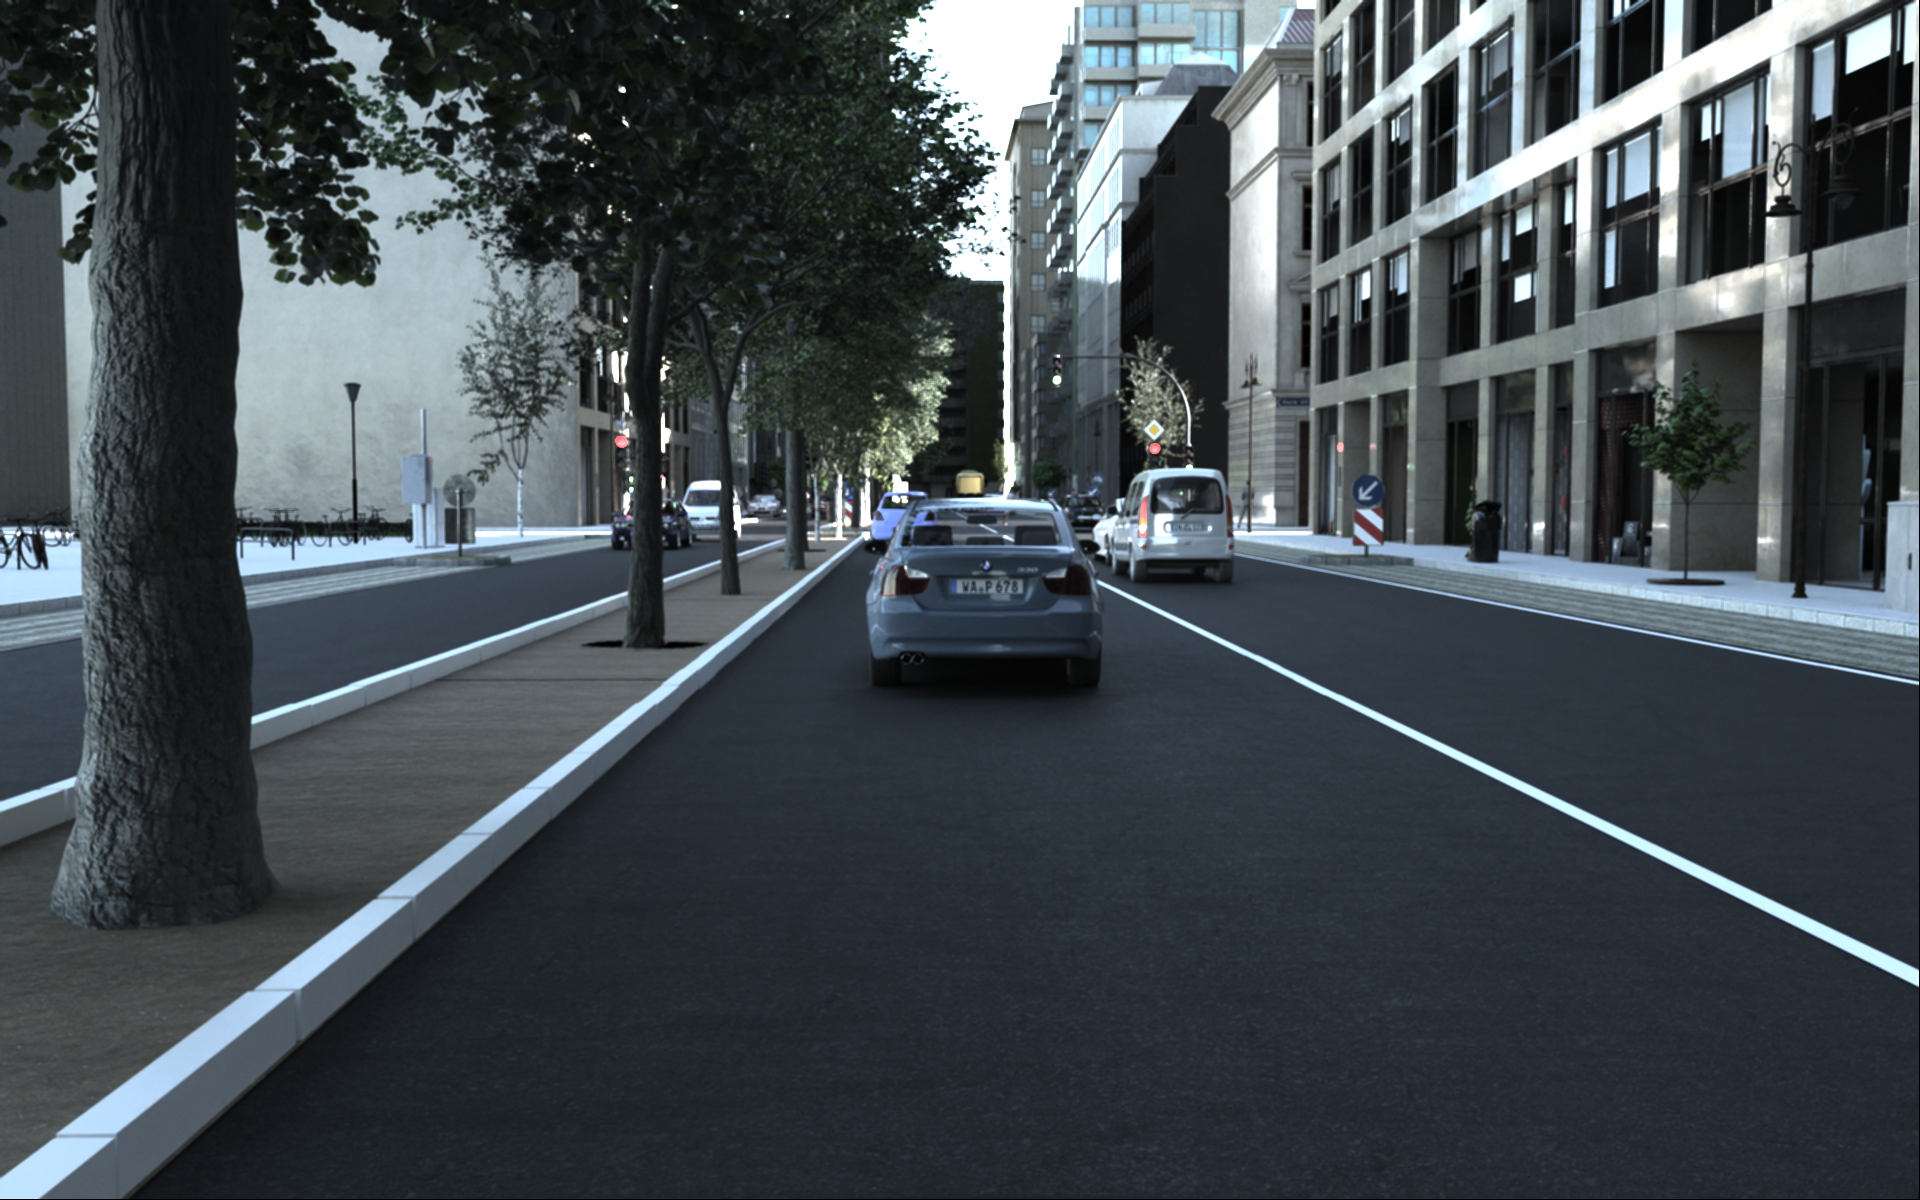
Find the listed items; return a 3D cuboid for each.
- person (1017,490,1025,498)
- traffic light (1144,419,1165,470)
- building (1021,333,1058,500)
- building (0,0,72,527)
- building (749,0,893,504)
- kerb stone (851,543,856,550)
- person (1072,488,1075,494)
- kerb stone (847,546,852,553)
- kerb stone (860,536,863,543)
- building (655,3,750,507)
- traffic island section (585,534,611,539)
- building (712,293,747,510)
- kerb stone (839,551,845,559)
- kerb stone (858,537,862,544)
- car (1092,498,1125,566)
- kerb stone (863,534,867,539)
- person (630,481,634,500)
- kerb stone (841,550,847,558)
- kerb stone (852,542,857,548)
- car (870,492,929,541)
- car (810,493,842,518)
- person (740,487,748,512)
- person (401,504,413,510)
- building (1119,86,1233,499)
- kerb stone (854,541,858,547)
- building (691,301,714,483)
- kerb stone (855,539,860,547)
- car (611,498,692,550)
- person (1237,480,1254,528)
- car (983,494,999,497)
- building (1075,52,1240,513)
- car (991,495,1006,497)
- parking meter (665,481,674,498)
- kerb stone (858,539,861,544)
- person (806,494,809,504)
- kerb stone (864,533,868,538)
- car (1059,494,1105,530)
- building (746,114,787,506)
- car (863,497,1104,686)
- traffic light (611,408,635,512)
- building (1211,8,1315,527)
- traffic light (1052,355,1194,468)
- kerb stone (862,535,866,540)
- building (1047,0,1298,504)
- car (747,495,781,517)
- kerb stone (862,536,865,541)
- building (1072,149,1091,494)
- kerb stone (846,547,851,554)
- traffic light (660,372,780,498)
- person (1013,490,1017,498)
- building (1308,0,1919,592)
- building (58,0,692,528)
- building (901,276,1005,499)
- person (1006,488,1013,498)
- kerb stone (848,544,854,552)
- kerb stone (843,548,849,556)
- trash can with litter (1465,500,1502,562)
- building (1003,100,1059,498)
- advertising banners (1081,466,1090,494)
[{"bbox_3d":[7.095,-11.997,202.908,1.217,1.735,0.721,-3,4,-37],"label":"person"},{"bbox_3d":[7.265,-4.660,65.118,0.839,4.253,0.868,0,4,-1],"label":"traffic light"},{"bbox_3d":[21.714,-21.745,200.570,27.650,21.520,28.899,0,4,-1],"label":"building"},{"bbox_3d":[-47.609,-15.480,71.116,19.932,24.808,12.078,0,4,-1],"label":"building"},{"bbox_3d":[-19.563,-48.711,234.682,20.611,71.187,20.563,0,4,-1],"label":"building"},{"bbox_3d":[-2.722,-1.265,42.891,0.120,0.150,1.000,0,4,-1],"label":"kerb stone"},{"bbox_3d":[8.143,-7.327,126.517,0.598,1.740,0.731,0,4,-4],"label":"person"},{"bbox_3d":[-2.675,-1.135,40.848,0.120,0.150,1.000,0,4,-1],"label":"kerb stone"},{"bbox_3d":[-2.879,-1.641,49.024,0.120,0.150,1.000,0,4,-1],"label":"kerb stone"},{"bbox_3d":[-29.618,-51.398,153.036,22.319,86.520,31.000,0,4,-1],"label":"building"},{"bbox_3d":[-11.032,-2.111,56.797,2.009,0.180,2.903,0,4,-1],"label":"traffic island section"},{"bbox_3d":[-21.964,-16.775,129.022,10.420,20.320,16.860,0,4,-1],"label":"building"},{"bbox_3d":[-2.573,-0.891,36.758,0.120,0.150,1.000,0,4,-1],"label":"kerb stone"},{"bbox_3d":[-2.851,-1.577,48.001,0.120,0.150,1.000,0,4,-1],"label":"kerb stone"},{"bbox_3d":[3.832,-1.450,36.066,2.083,1.381,4.827,0,4,-1],"label":"car"},{"bbox_3d":[-2.959,-1.829,52.101,0.120,0.150,1.000,0,4,-1],"label":"kerb stone"},{"bbox_3d":[-13.132,-3.921,70.166,0.620,1.820,0.660,-1,4,-18],"label":"person"},{"bbox_3d":[-2.598,-0.953,37.779,0.120,0.150,1.000,0,4,-1],"label":"kerb stone"},{"bbox_3d":[-2.753,-1.328,43.914,0.120,0.150,1.000,0,4,-1],"label":"kerb stone"},{"bbox_3d":[-1.414,-2.196,45.495,1.945,1.707,3.694,0,4,-1],"label":"car"},{"bbox_3d":[-8.103,-5.929,105.973,2.155,1.783,4.494,0,4,-2],"label":"car"},{"bbox_3d":[-15.207,-7.093,122.196,0.709,1.800,0.728,2,4,29],"label":"person"},{"bbox_3d":[-17.287,-2.981,55.049,0.850,1.792,0.678,1,4,13],"label":"person"},{"bbox_3d":[16.551,-16.687,102.514,12.332,23.373,15.834,0,4,-1],"label":"building"},{"bbox_3d":[-2.778,-1.388,44.936,0.120,0.150,1.000,0,4,-1],"label":"kerb stone"},{"bbox_3d":[-23.085,-19.839,110.278,13.634,28.700,20.117,0,4,-1],"label":"building"},{"bbox_3d":[-2.803,-1.453,45.957,0.120,0.150,1.000,0,4,-1],"label":"kerb stone"},{"bbox_3d":[-8.171,-2.045,46.010,1.945,1.354,3.894,0,4,-2],"label":"car"},{"bbox_3d":[10.733,-3.590,65.012,0.520,1.790,0.573,-1,4,-21],"label":"person"},{"bbox_3d":[2.512,-7.640,136.704,2.131,1.459,4.920,0,4,-1],"label":"car"},{"bbox_3d":[15.243,-21.263,125.139,11.434,29.767,29.804,0,4,-1],"label":"building"},{"bbox_3d":[2.675,-6.300,115.372,2.083,1.381,4.827,0,4,-1],"label":"car"},{"bbox_3d":[-13.284,-4.491,79.131,0.399,1.863,0.255,3,4,36],"label":"parking meter"},{"bbox_3d":[-2.822,-1.512,46.979,0.120,0.150,1.000,0,4,-1],"label":"kerb stone"},{"bbox_3d":[-19.437,-12.827,219.151,0.436,1.711,0.756,-3,5,-42],"label":"person"},{"bbox_3d":[-2.974,-1.892,53.137,0.120,0.150,1.000,0,4,-1],"label":"kerb stone"},{"bbox_3d":[4.606,-3.498,66.976,2.009,1.686,4.222,0,4,-2],"label":"car"},{"bbox_3d":[-24.733,-30.181,177.047,14.154,41.232,14.086,0,4,-1],"label":"building"},{"bbox_3d":[0.186,-0.137,14.242,2.014,1.417,4.499,0,3,0],"label":"car"},{"bbox_3d":[-10.992,-4.143,56.664,0.839,4.253,0.868,0,4,-1],"label":"traffic light"},{"bbox_3d":[21.883,-14.418,71.889,21.152,22.565,11.583,0,4,-1],"label":"building"},{"bbox_3d":[5.374,-5.032,56.943,4.771,5.953,1.251,0,4,-1],"label":"traffic light"},{"bbox_3d":[-2.926,-1.767,51.080,0.120,0.150,1.000,0,4,-1],"label":"kerb stone"},{"bbox_3d":[20.269,-33.667,170.063,23.786,49.044,30.456,0,4,-1],"label":"building"},{"bbox_3d":[-12.198,-5.850,108.009,2.083,1.381,4.827,0,4,-2],"label":"car"},{"bbox_3d":[-2.898,-1.704,50.057,0.120,0.150,1.000,0,4,-1],"label":"kerb stone"},{"bbox_3d":[16.477,-23.019,148.064,14.160,30.474,14.107,0,4,-1],"label":"building"},{"bbox_3d":[-2.647,-1.078,39.826,0.120,0.150,1.000,0,4,-1],"label":"kerb stone"},{"bbox_3d":[-9.101,-5.509,64.733,4.771,5.953,1.251,0,4,-1],"label":"traffic light"},{"bbox_3d":[6.101,-11.310,191.632,0.621,1.740,0.551,-1,4,-17],"label":"person"},{"bbox_3d":[21.144,-14.268,37.802,19.350,26.468,34.151,0,4,-1],"label":"building"},{"bbox_3d":[-24.668,-16.995,82.380,19.350,26.468,34.151,0,4,-1],"label":"building"},{"bbox_3d":[-1.126,-28.226,233.193,14.107,30.474,14.160,0,4,-1],"label":"building"},{"bbox_3d":[2.986,-5.801,103.573,0.478,1.798,0.641,0,4,-3],"label":"person"},{"bbox_3d":[-2.693,-1.201,41.870,0.120,0.150,1.000,0,4,-1],"label":"kerb stone"},{"bbox_3d":[-2.623,-1.016,38.805,0.120,0.150,1.000,0,4,-1],"label":"kerb stone"},{"bbox_3d":[9.793,-1.301,32.651,0.624,1.170,1.055,0,4,-4],"label":"trash can with litter"},{"bbox_3d":[20.392,-39.810,240.127,27.495,52.752,28.713,0,4,-1],"label":"building"},{"bbox_3d":[7.885,-6.887,108.794,0.090,3.025,2.074,-1,4,-9],"label":"advertising banners"}]
